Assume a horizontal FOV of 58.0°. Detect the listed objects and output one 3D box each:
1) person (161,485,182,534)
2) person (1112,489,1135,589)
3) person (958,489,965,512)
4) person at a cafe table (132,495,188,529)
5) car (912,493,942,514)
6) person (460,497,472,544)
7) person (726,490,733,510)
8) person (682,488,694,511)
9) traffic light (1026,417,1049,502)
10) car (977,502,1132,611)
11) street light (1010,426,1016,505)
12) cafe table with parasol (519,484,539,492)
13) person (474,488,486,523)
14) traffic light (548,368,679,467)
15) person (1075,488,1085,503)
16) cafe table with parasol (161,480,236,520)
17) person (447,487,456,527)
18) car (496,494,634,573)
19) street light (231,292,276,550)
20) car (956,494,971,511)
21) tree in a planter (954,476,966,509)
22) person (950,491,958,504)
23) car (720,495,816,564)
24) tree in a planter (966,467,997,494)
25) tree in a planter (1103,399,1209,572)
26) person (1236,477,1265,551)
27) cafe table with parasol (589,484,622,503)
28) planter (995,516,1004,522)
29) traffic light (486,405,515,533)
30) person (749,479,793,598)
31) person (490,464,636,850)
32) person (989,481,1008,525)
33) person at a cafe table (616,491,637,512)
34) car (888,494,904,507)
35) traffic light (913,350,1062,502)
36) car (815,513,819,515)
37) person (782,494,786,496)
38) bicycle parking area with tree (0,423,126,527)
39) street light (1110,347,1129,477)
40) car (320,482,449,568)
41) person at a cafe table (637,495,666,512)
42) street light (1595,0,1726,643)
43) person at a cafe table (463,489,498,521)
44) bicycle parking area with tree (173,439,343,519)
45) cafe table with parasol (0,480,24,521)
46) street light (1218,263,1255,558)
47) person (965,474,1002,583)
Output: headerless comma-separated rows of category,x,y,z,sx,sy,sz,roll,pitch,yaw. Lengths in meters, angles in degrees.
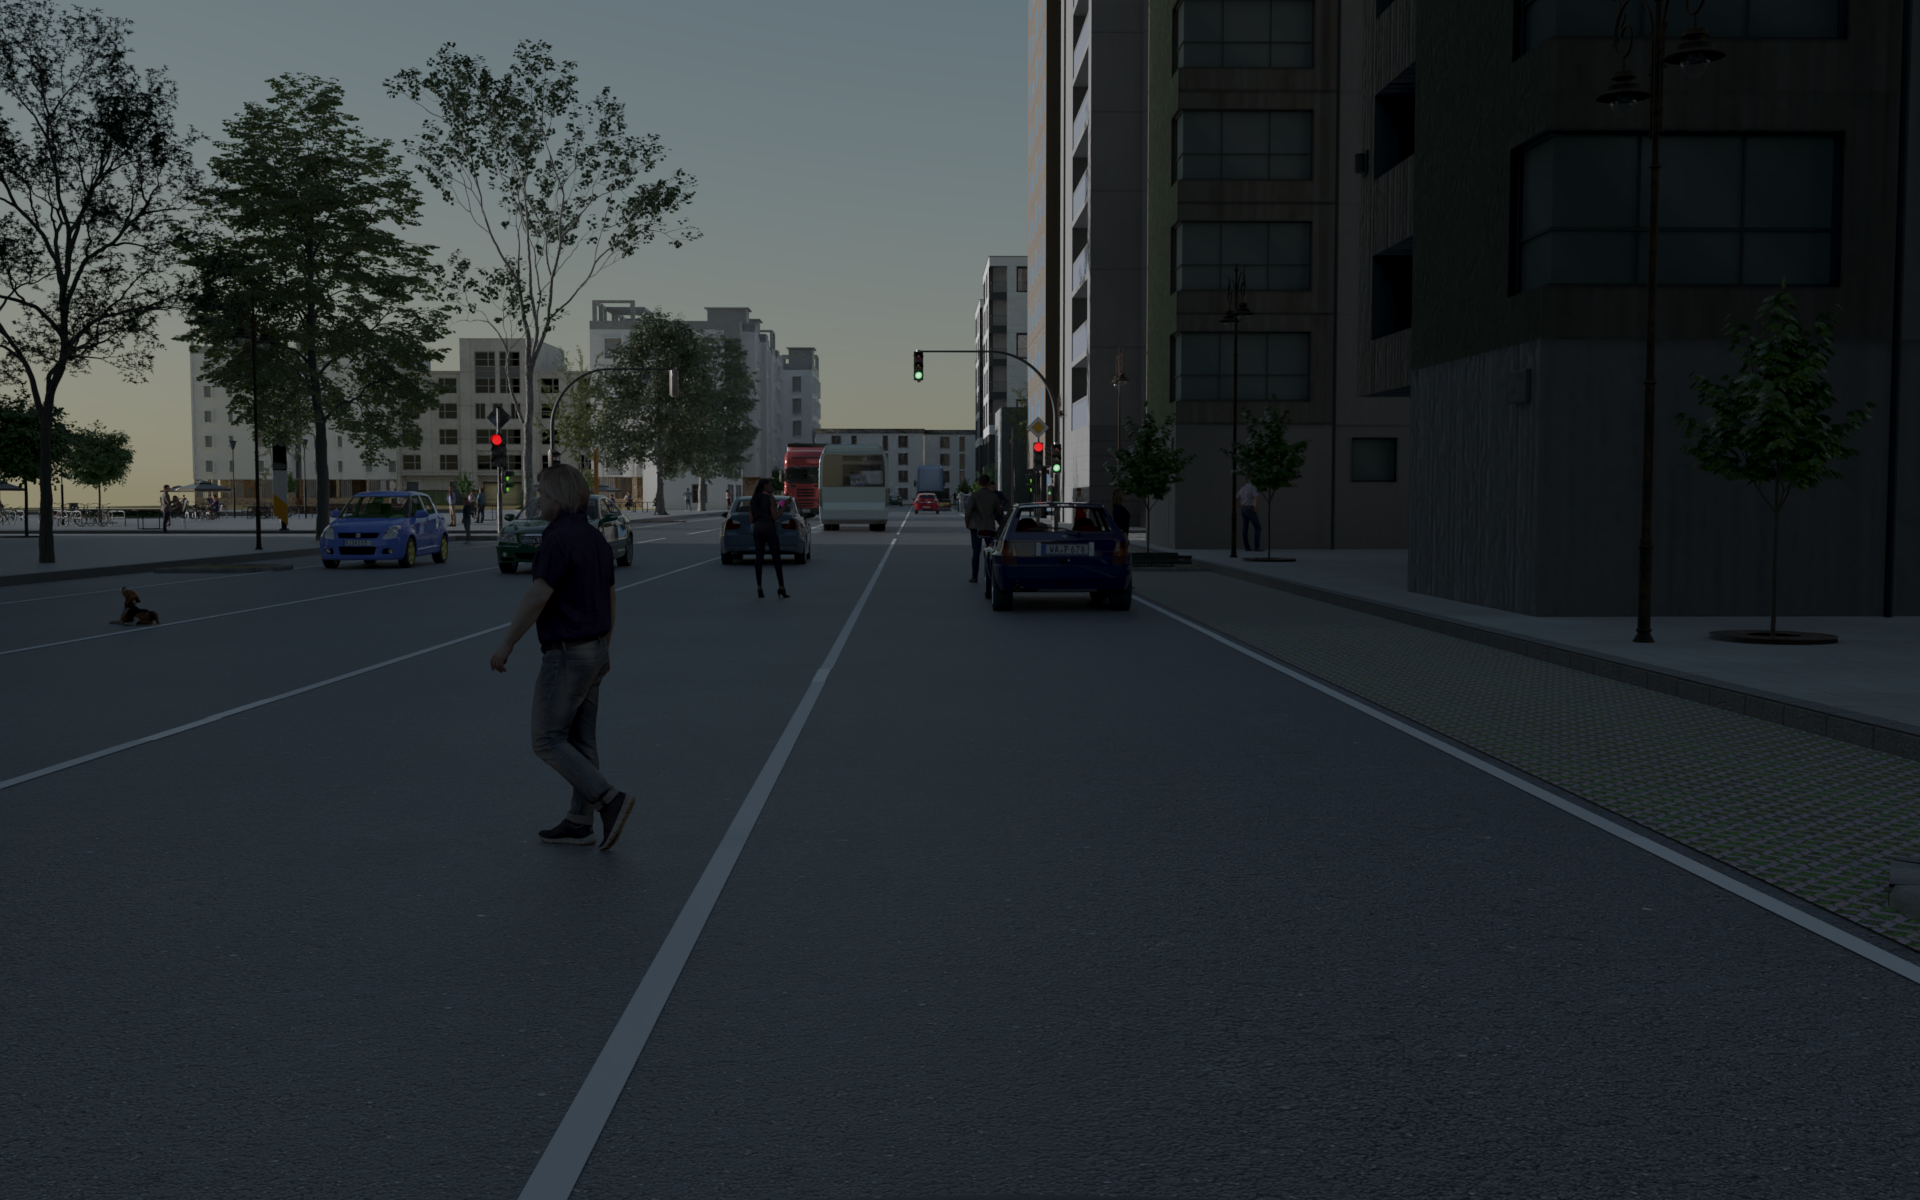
person,-27.359,-3.124,60.115,0.750,1.759,0.617,-1,4,-16
person,2.327,-0.922,26.112,0.613,1.512,0.480,0,4,0
person,0.110,-7.756,135.462,0.875,1.805,0.789,-2,4,-28
person at a cafe table,-29.280,-3.222,63.534,1.726,1.238,1.698,-2,4,-34
car,-2.399,-7.147,125.893,2.155,1.783,4.494,0,3,0
person,-14.130,-2.274,49.586,0.435,1.345,0.340,2,4,31
person,-18.327,-7.971,137.833,0.566,1.644,0.517,2,4,28
person,-20.218,-7.455,128.659,0.841,1.734,0.376,-1,4,-12
traffic light,2.814,-4.525,62.907,0.839,4.253,0.868,0,4,-1
car,1.215,-0.614,22.615,1.945,1.354,3.894,0,4,-1
street light,3.563,-8.861,117.662,0.468,5.910,1.993,0,4,-1
cafe table with parasol,-26.988,-6.509,111.290,2.610,1.966,2.610,-1,4,-12
person,-21.055,-4.146,76.036,0.499,1.552,0.429,-2,4,-34
traffic light,-12.573,-5.376,62.564,4.771,5.953,1.251,0,4,-1
person,4.476,-3.416,64.354,0.523,1.526,0.387,-2,4,-33
cafe table with parasol,-37.099,-4.896,84.919,2.610,1.966,2.610,0,4,4
person,-20.039,-3.678,68.248,0.319,1.574,0.516,-2,4,-30
car,-7.468,-1.301,33.070,2.131,1.459,4.920,0,4,0
street light,-16.192,-4.100,39.826,0.468,5.910,1.993,0,4,-1
car,0.646,-8.288,147.513,2.014,1.417,4.499,0,3,0
tree in a planter,0.460,-10.244,164.719,1.991,3.239,1.994,0,4,-1
person,-0.590,-11.677,199.938,1.217,1.766,0.721,0,4,-1
car,-4.075,-1.508,36.652,2.014,1.417,4.499,0,4,-3
tree in a planter,1.617,-7.215,115.193,1.991,3.239,1.994,0,4,-1
tree in a planter,3.566,-2.169,32.687,1.991,3.239,1.994,0,4,-1
person,6.528,-1.951,38.876,0.436,1.711,0.756,-2,4,-27
cafe table with parasol,-24.515,-6.974,118.885,2.610,1.966,2.610,-1,4,-15
planter,2.260,-4.092,88.046,1.991,0.319,1.994,0,4,-1
traffic light,-14.474,-4.011,54.497,0.839,4.253,0.868,0,4,-1
person,-2.613,-0.856,23.972,0.593,1.643,0.415,-1,4,-14
person,-1.571,0.228,6.984,0.569,1.553,0.471,-3,5,-39
person,0.936,-2.094,43.185,0.683,1.767,0.568,-1,4,-11
person at a cafe table,-23.539,-6.989,122.792,1.698,1.524,1.622,0,4,-2
car,-7.397,-11.208,195.054,2.131,1.459,4.920,0,4,-2
traffic light,0.913,-4.897,54.734,4.771,5.953,1.251,0,4,-1
car,-9.227,-6.734,120.320,2.015,1.641,3.980,0,4,-1
person,-6.365,-3.159,63.379,0.726,1.435,0.776,1,4,18
bicycle parking area with tree,-37.733,-4.945,67.850,8.231,4.147,9.016,-3,5,-42
street light,5.020,-5.004,54.607,0.468,5.910,1.993,0,4,-1
car,-11.510,-1.536,34.703,1.945,1.707,3.694,0,4,-2
person at a cafe table,-21.577,-6.805,122.129,1.698,1.238,1.726,1,4,17
street light,5.925,-2.571,14.832,0.468,5.910,1.993,0,4,-1
person at a cafe table,-23.336,-4.630,84.214,1.622,1.524,1.698,0,4,-5
bicycle parking area with tree,-36.519,-6.415,91.885,8.231,4.147,9.016,3,5,39
cafe table with parasol,-45.047,-4.675,81.298,2.610,1.966,2.610,1,4,22
street light,5.534,-3.795,34.839,0.468,5.910,1.993,0,4,-1
person,0.372,-1.175,28.243,0.617,1.759,0.750,0,4,-2
